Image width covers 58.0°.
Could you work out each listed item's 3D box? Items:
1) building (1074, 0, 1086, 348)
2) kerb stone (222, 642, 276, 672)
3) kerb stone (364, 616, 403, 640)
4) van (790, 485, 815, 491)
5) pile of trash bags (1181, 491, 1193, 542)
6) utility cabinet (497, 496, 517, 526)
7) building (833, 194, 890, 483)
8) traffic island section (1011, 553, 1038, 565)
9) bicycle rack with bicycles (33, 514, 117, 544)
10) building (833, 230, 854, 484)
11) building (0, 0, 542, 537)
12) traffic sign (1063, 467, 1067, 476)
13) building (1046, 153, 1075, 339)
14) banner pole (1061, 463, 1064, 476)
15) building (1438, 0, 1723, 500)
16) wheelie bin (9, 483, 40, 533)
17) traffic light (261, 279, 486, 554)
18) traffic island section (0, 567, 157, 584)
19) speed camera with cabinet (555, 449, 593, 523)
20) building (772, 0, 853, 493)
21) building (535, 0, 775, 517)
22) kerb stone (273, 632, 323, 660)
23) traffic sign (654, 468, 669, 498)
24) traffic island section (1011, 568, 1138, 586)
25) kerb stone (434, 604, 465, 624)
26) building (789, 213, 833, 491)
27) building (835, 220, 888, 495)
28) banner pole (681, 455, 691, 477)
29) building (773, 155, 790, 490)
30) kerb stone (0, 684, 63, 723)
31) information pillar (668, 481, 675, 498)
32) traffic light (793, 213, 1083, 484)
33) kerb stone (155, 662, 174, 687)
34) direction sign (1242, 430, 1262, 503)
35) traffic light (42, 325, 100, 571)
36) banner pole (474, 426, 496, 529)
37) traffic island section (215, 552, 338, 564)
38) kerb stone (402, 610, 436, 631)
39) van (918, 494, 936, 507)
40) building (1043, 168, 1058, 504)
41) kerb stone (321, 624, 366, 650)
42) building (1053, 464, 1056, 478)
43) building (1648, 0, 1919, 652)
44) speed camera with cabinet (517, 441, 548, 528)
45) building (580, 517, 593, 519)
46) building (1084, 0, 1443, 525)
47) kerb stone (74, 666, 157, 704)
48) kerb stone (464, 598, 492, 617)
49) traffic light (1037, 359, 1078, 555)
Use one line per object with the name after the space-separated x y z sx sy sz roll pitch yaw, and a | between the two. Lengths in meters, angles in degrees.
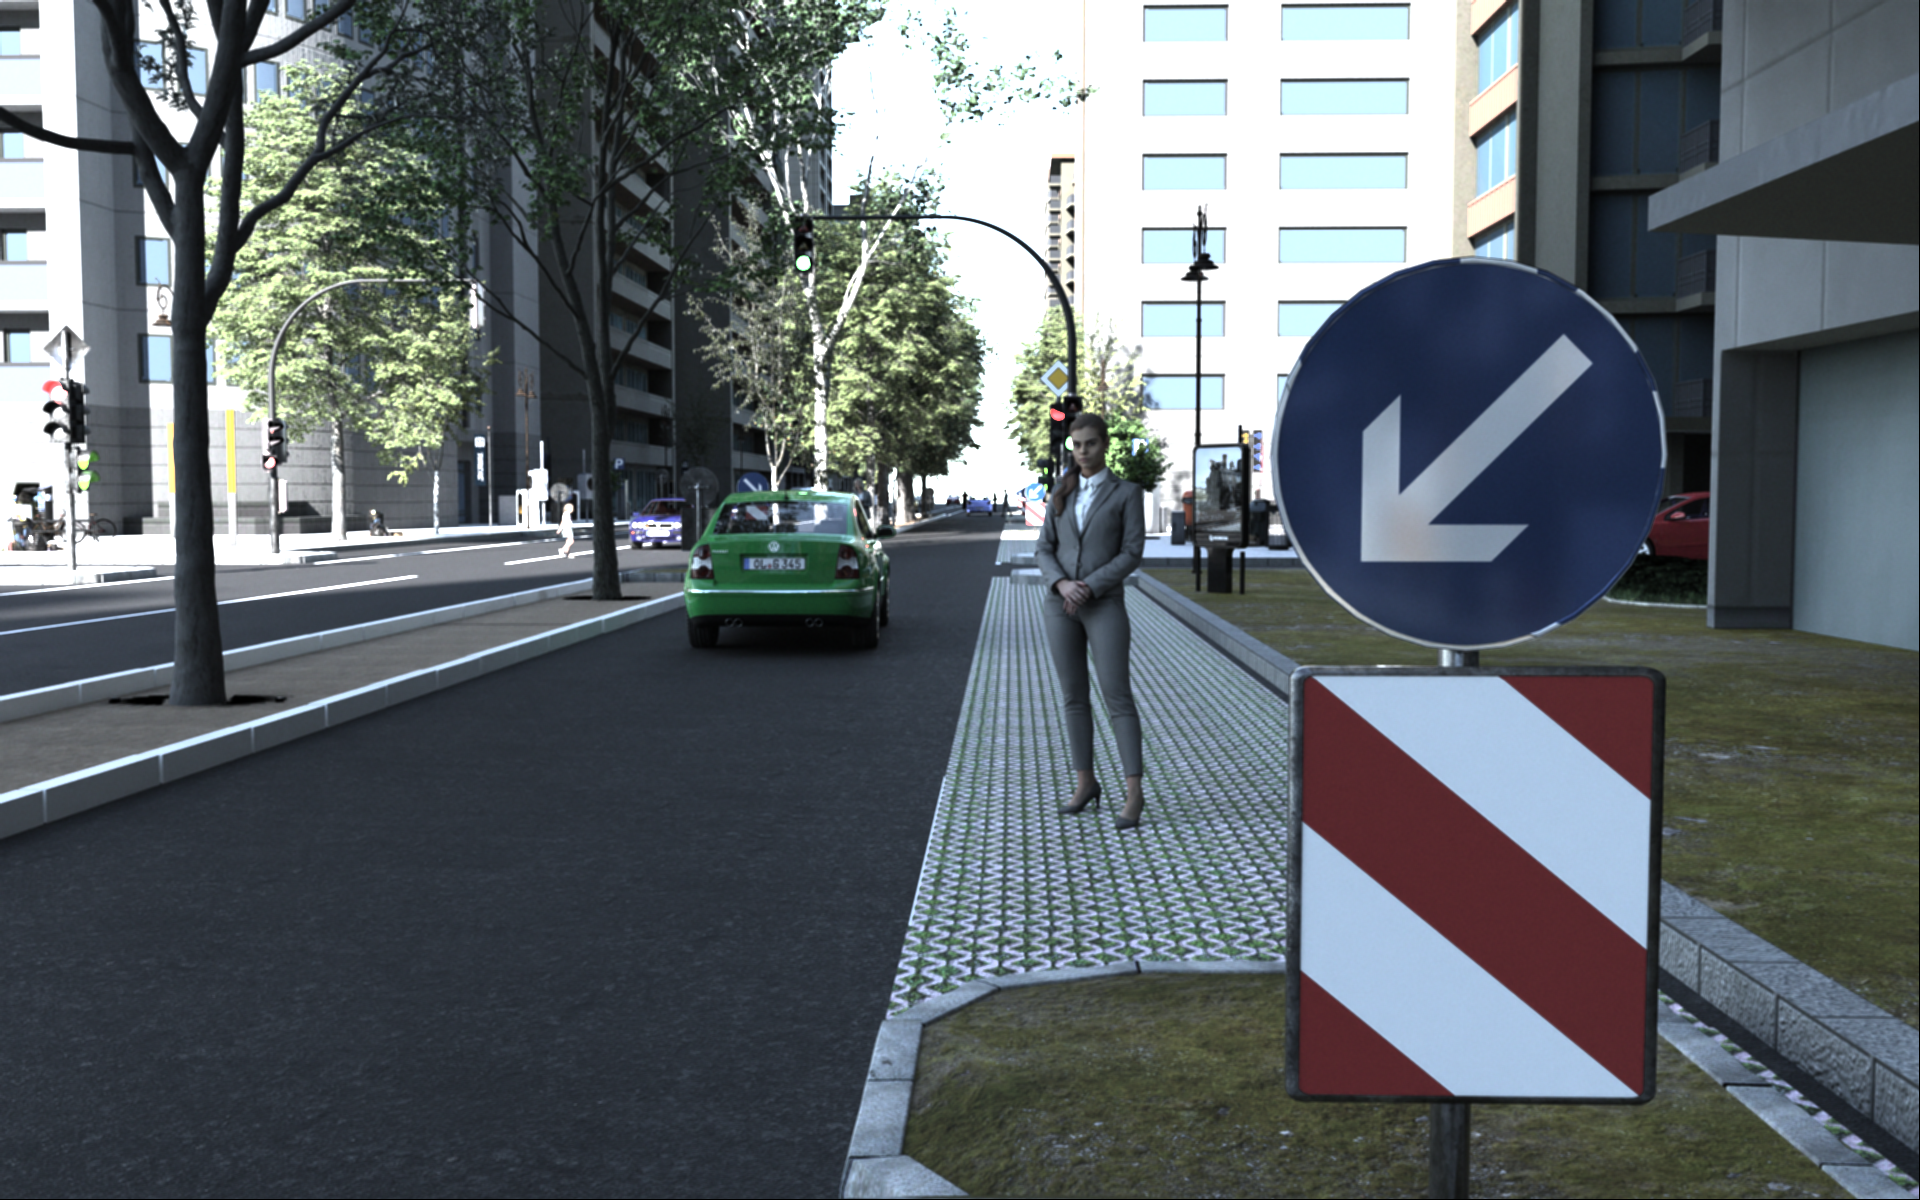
15.552 -29.138 126.509 14.600 45.320 14.200 0 4 2 | building
-5.928 0.485 14.266 0.120 0.150 1.000 0 4 2 | kerb stone
-5.835 0.297 17.341 0.120 0.150 1.000 0 4 2 | kerb stone
-9.241 -5.711 100.390 2.013 2.044 4.112 0 4 2 | van
6.803 -2.257 46.659 1.912 1.369 3.447 2 4 30 | pile of trash bags
-18.248 -3.621 70.372 1.020 1.237 0.306 -2 4 -26 | utility cabinet
-18.059 -37.432 262.121 14.600 45.320 14.200 0 4 2 | building
2.079 -0.863 36.397 2.009 0.180 2.903 0 4 2 | traffic island section
-23.408 -1.908 44.576 2.925 0.926 2.852 -1 4 -22 | bicycle rack with bicycles
-28.365 -32.858 229.112 32.217 40.220 23.993 0 4 2 | building
-30.099 -31.932 64.086 21.231 58.520 28.212 0 4 2 | building
5.027 -4.789 78.404 0.768 2.556 0.104 0 4 6 | traffic sign
22.086 -34.487 218.494 22.147 44.769 28.867 0 4 2 | building
5.342 -6.165 90.822 0.401 3.779 0.863 -1 4 -10 | banner pole
27.199 -24.049 47.821 28.867 44.769 22.147 0 4 2 | building
-26.460 -2.530 49.271 0.693 1.594 0.980 3 4 38 | wheelie bin
-12.471 -3.796 36.738 4.771 5.953 1.251 0 4 2 | traffic light
-14.844 -0.406 28.920 2.009 0.180 2.903 0 4 2 | traffic island section
-16.875 -5.003 76.142 0.660 3.252 2.038 2 4 32 | speed camera with cabinet
-23.528 -46.942 205.752 20.563 71.187 20.611 0 4 2 | building
-25.283 -30.519 122.687 21.300 48.544 21.600 0 4 2 | building
-5.908 0.422 15.288 0.120 0.150 1.000 0 4 2 | kerb stone
-14.799 -5.249 85.933 0.768 2.556 0.104 1 4 9 | traffic sign
1.840 -0.375 28.416 2.009 0.180 2.903 0 4 2 | traffic island section
-5.784 0.172 19.385 0.120 0.150 1.000 0 4 2 | kerb stone
-20.782 -24.769 176.679 14.160 30.474 14.107 0 4 2 | building
-17.797 -34.527 248.115 14.154 41.232 14.086 0 4 2 | building
-17.620 -7.459 111.970 0.863 3.779 0.401 1 4 10 | banner pole
-22.152 -22.598 141.173 14.160 30.474 14.107 0 4 2 | building
-6.018 0.674 11.193 0.120 0.150 1.000 0 4 2 | kerb stone
-16.100 -5.643 96.756 0.304 2.012 0.304 0 4 5 | information pillar
-0.293 -3.276 28.224 4.771 5.953 1.251 0 4 2 | traffic light
-5.959 0.553 13.245 0.120 0.150 1.000 0 4 2 | kerb stone
10.306 -4.244 61.379 0.876 3.537 0.379 3 5 42 | direction sign
-14.804 -2.438 28.784 0.839 4.253 0.868 0 4 2 | traffic light
-17.510 -4.510 63.755 0.401 3.779 0.863 3 5 44 | banner pole
-14.604 -0.894 36.901 2.009 0.180 2.903 0 4 2 | traffic island section
-5.812 0.235 18.363 0.120 0.150 1.000 0 4 2 | kerb stone
-3.551 -11.000 186.863 2.013 2.044 4.112 0 4 1 | van
22.559 -37.955 244.262 21.300 48.544 21.600 0 4 2 | building
-5.869 0.359 16.319 0.120 0.150 1.000 0 4 2 | kerb stone
20.752 -52.363 168.804 22.319 86.520 31.000 0 4 2 | building
17.881 -25.276 2.498 28.713 52.752 27.495 0 4 2 | building
-16.210 -4.357 65.579 0.660 3.252 2.038 -2 4 -32 | speed camera with cabinet
-28.794 -28.961 97.211 21.300 48.544 21.600 0 4 2 | building
16.649 -33.153 84.048 21.231 58.520 28.212 0 4 2 | building
-5.992 0.610 12.223 0.120 0.150 1.000 0 4 2 | kerb stone
-5.749 0.109 20.406 0.120 0.150 1.000 0 4 2 | kerb stone
2.040 -2.897 36.285 0.839 4.253 0.868 0 4 2 | traffic light
